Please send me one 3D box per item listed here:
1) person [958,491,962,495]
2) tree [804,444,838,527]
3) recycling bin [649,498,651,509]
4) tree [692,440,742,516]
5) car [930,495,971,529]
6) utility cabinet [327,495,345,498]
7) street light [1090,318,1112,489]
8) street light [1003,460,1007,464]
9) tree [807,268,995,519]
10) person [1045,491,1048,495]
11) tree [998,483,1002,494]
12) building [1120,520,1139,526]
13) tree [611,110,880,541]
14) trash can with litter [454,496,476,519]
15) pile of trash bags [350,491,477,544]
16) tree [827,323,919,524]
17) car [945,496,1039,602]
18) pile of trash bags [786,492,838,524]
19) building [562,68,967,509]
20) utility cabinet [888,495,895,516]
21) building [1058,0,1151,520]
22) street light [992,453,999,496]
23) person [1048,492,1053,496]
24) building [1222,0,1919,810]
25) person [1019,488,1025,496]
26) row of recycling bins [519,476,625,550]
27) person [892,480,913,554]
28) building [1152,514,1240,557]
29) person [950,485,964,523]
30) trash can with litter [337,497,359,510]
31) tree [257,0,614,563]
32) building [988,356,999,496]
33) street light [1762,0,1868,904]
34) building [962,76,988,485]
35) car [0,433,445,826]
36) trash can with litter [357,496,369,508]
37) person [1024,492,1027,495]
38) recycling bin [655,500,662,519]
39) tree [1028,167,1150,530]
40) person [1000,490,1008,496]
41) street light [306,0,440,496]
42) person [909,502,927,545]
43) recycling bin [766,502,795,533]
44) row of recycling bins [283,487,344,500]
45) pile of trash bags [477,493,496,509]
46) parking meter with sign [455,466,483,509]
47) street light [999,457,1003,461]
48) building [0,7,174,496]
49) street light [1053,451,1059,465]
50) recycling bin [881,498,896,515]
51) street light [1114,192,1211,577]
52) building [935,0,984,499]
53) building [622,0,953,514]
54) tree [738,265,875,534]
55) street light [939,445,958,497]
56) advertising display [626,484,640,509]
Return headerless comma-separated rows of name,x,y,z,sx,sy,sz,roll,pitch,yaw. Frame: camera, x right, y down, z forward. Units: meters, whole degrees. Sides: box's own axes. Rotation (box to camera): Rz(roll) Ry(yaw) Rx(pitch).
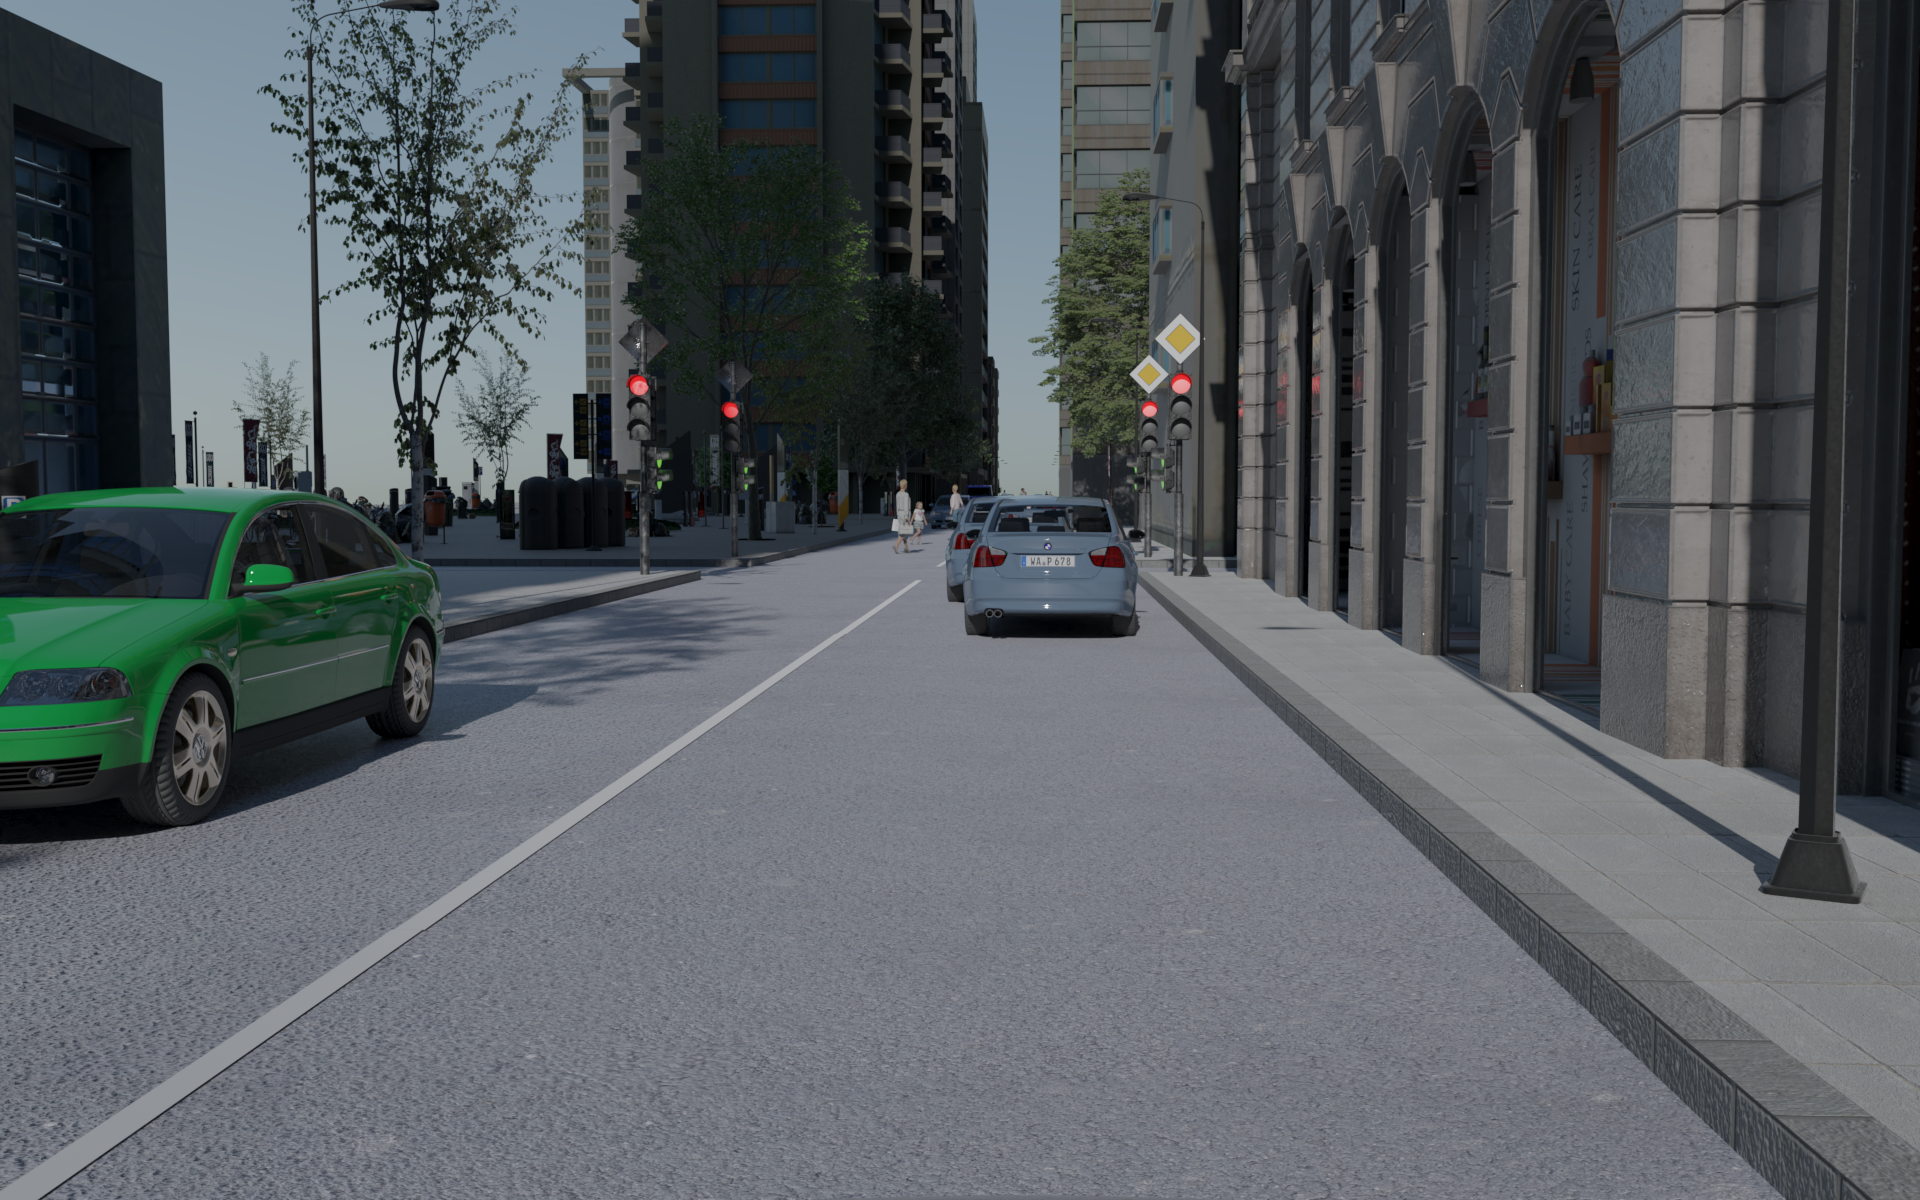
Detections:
person,-0.017,-6.043,109.105,0.330,1.601,0.589,0,4,7
tree,-5.227,-4.429,67.021,1.663,3.219,1.824,0,3,0
recycling bin,-18.891,-5.559,103.451,0.722,1.027,0.722,0,4,-1
tree,-14.163,-7.153,100.668,4.285,4.588,4.351,0,3,0
car,-0.242,-3.704,72.558,2.014,1.417,4.499,0,4,3
utility cabinet,-36.311,-5.476,100.695,1.020,1.237,0.306,-1,4,-21
street light,4.124,-4.481,45.807,1.470,5.913,1.316,0,4,3
street light,5.385,-16.205,237.493,1.470,5.913,1.316,0,4,3
tree,-2.995,-10.462,88.067,9.611,12.733,9.660,0,3,0
person,12.615,-14.985,253.139,1.348,1.869,0.705,-3,4,-36
tree,5.731,-16.797,269.232,1.663,3.219,1.824,0,3,0
building,11.905,-23.974,75.566,14.154,41.232,14.086,0,4,3
tree,-5.834,-7.462,47.766,9.928,11.665,9.643,0,3,0
trash can with litter,-25.644,-4.795,89.786,0.624,1.170,1.055,3,5,40
pile of trash bags,-14.596,-2.163,45.113,3.447,1.369,1.912,2,4,32
tree,-4.140,-7.595,74.545,4.360,8.622,3.978,0,3,0
car,0.765,-0.748,24.236,2.014,1.417,4.499,0,4,3
pile of trash bags,-6.269,-3.930,74.009,3.447,1.369,1.912,3,5,42
building,-15.715,-28.120,151.640,32.217,40.220,23.993,0,4,3
utility cabinet,-4.070,-5.561,102.076,0.306,1.237,1.020,1,4,10
building,12.918,-25.612,102.353,14.154,41.232,14.086,0,4,3
street light,3.316,-13.608,195.030,1.470,5.913,1.316,0,4,3
person,12.090,-13.613,231.601,0.617,1.759,0.750,1,4,16
building,9.606,-10.561,14.480,13.314,21.916,24.055,0,4,3
person,3.671,-5.778,103.236,0.850,1.792,0.678,1,4,10
row of recycling bins,-9.130,-2.082,41.161,1.069,1.692,3.534,2,4,24
person,-1.406,-2.006,41.658,0.624,1.780,0.694,-1,4,-23
building,15.721,-25.700,43.896,21.600,48.544,21.300,0,4,3
person,0.012,-3.013,58.437,0.598,1.740,0.731,1,4,18
trash can with litter,-17.787,-2.410,50.458,1.678,1.210,2.233,0,4,-4
tree,-6.727,-4.381,21.997,4.360,8.622,3.978,0,3,0
building,-8.973,-23.685,232.295,27.650,21.520,28.899,0,4,3
street light,2.221,-2.013,5.449,1.470,5.913,1.316,0,4,3
building,-7.652,-35.593,205.648,21.300,48.544,21.600,0,4,3
car,-4.122,-0.006,8.895,1.959,1.807,4.718,0,4,2
trash can with litter,-35.329,-5.598,102.912,0.624,1.170,1.055,1,4,23
person,8.371,-12.767,217.963,0.721,1.743,1.217,2,4,24
recycling bin,-12.950,-3.873,75.870,0.722,1.027,0.722,0,4,-1
tree,6.124,-8.739,61.005,7.486,12.596,7.792,0,3,0
person,4.079,-9.181,158.595,1.348,1.826,0.705,1,4,20
street light,-5.551,-2.679,16.338,1.470,5.913,1.316,0,4,3
person,-1.165,-2.160,48.824,0.505,1.210,0.382,-3,5,-44
recycling bin,-5.882,-2.707,56.807,0.722,1.027,0.722,-2,4,-35
row of recycling bins,-37.021,-5.629,99.150,3.534,1.692,1.069,0,4,-1
pile of trash bags,-28.514,-5.786,104.351,1.912,1.369,3.447,1,4,10
parking meter with sign,-31.147,-6.938,109.698,1.738,3.016,0.543,1,4,12
street light,4.271,-14.908,216.282,1.470,5.913,1.316,0,4,3
building,-28.490,-42.927,14.528,31.000,86.520,22.319,0,4,3
street light,11.061,-13.060,186.074,1.470,5.913,1.316,0,4,3
recycling bin,-4.506,-5.885,108.779,0.722,1.027,0.722,2,4,26
street light,3.193,-3.319,26.807,1.470,5.913,1.316,0,4,3
building,-5.675,-49.976,255.357,20.563,71.187,20.611,0,4,3
building,-11.924,-28.763,124.906,22.147,44.769,28.867,0,4,3
tree,-4.872,-6.409,55.143,4.737,8.622,4.395,0,3,0
street light,-0.750,-8.561,112.521,1.470,5.913,1.316,0,4,3
advertising display,-20.769,-6.419,110.158,0.974,1.923,0.123,2,4,24
